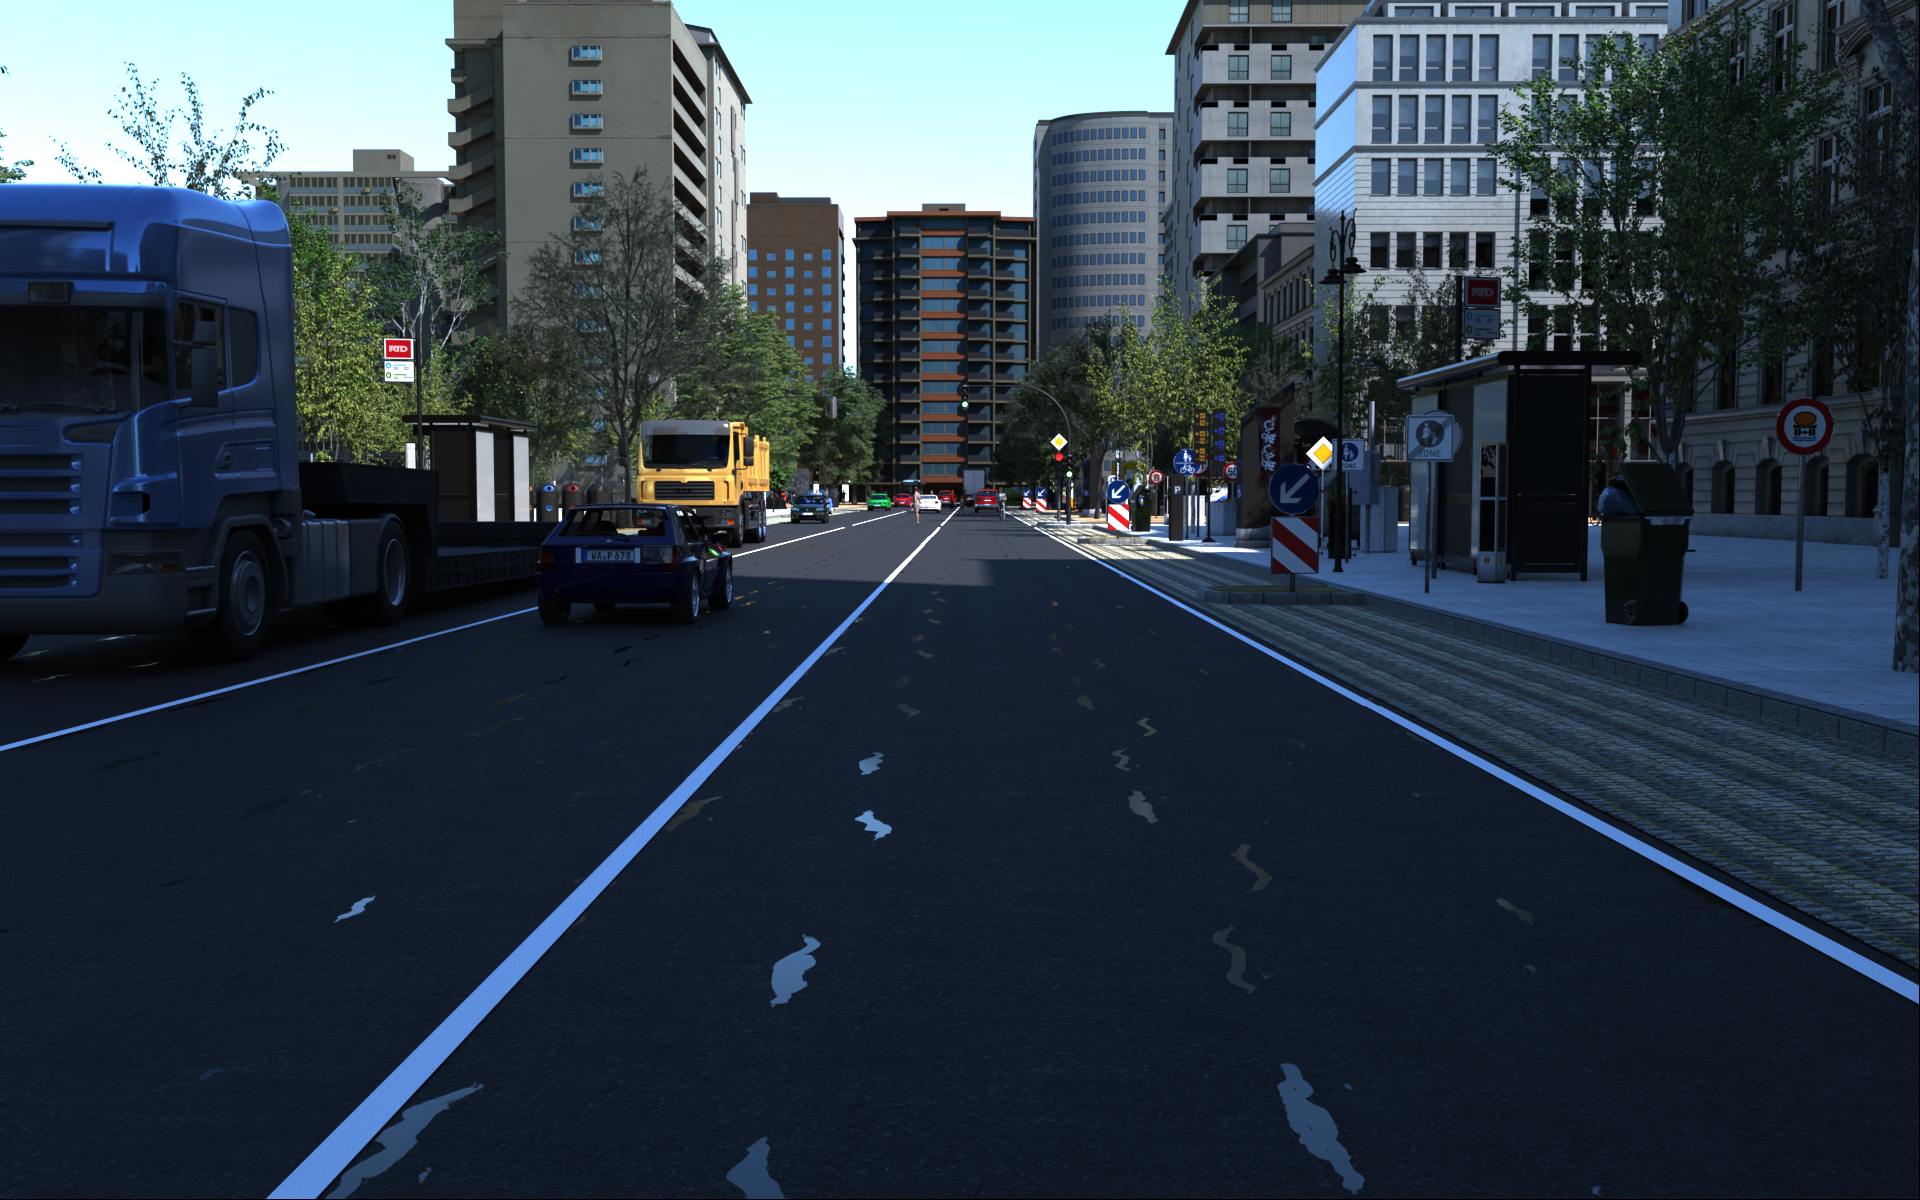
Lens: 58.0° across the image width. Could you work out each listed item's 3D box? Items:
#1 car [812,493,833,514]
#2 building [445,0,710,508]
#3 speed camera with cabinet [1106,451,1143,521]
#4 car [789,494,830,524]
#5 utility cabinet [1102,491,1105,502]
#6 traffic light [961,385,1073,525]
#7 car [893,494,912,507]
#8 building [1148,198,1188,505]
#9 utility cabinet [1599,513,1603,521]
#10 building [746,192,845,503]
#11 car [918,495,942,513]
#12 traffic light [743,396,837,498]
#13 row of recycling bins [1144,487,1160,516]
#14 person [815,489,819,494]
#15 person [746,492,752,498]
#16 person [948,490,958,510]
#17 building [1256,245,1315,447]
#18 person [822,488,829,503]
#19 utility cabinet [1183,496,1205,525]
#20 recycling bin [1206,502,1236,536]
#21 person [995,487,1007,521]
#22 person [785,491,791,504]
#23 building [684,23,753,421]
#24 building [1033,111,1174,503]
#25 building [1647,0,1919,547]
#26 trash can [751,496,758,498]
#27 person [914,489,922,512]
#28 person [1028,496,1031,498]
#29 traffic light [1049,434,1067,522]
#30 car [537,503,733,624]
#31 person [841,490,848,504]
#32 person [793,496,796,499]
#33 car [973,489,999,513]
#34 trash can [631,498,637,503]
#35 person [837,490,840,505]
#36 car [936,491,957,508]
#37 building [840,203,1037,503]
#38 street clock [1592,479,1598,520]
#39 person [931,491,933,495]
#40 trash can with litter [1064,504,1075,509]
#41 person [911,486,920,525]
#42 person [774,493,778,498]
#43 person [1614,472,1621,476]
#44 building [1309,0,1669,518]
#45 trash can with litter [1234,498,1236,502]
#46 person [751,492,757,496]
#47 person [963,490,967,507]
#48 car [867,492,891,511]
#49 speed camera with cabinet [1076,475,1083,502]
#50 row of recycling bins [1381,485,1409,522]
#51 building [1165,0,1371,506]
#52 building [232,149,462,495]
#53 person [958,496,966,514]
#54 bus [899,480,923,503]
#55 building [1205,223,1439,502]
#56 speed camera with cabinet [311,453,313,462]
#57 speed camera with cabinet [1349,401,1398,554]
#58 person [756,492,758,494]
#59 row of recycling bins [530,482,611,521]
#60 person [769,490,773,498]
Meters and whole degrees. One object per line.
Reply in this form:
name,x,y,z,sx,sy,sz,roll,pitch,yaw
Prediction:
car,-9.878,-6.797,120.718,1.945,1.707,3.694,0,4,2
building,-36.310,-33.160,165.871,21.300,48.544,21.600,0,4,0
speed camera with cabinet,7.602,-5.257,80.293,0.660,3.252,2.038,-2,4,-34
car,-7.383,-4.617,85.279,2.009,1.686,4.222,0,4,-1
utility cabinet,9.112,-6.596,116.521,1.173,1.500,0.318,-1,4,-12
traffic light,2.422,-5.966,72.208,4.771,5.953,1.251,0,4,0
car,-6.189,-10.902,187.294,2.155,1.783,4.494,0,4,0
building,37.072,-31.387,205.054,32.217,40.220,23.993,0,4,0
utility cabinet,31.371,-4.427,83.544,0.306,1.237,1.020,-2,4,-34
building,-24.709,-37.268,259.440,14.200,45.320,14.600,0,4,0
car,-2.398,-7.337,132.314,2.083,1.381,4.827,0,4,1
traffic light,-8.099,-6.468,80.426,4.771,5.953,1.251,0,4,0
row of recycling bins,11.198,-5.837,102.552,1.069,1.692,3.534,0,4,-4
person,-9.750,-6.689,118.421,0.519,1.759,0.362,-2,4,-28
person,-10.410,-4.662,84.745,0.654,1.822,0.581,0,4,5
person,-0.696,-9.151,158.049,0.705,1.831,1.348,3,4,38
building,26.547,-15.336,115.365,10.561,19.102,19.286,0,4,0
person,-8.792,-6.416,113.212,0.447,1.846,0.655,-1,4,-20
utility cabinet,9.608,-3.682,71.369,1.020,1.237,0.306,-2,4,-32
recycling bin,8.099,-2.511,53.616,0.722,1.027,0.722,-3,5,-43
person,2.148,-5.045,91.178,0.606,1.804,0.583,0,4,4
person,-22.275,-13.244,222.562,1.348,1.826,0.705,2,4,24
building,-39.544,-37.499,202.344,27.495,52.752,28.713,0,4,0
building,25.440,-44.078,262.678,28.212,58.520,21.231,0,4,0
building,28.031,-13.498,39.769,14.460,24.649,34.723,0,4,0
trash can,-13.615,-6.381,115.978,0.748,1.137,0.748,0,3,0
person,-3.332,-7.970,138.898,0.778,1.811,0.616,-2,4,-30
person,7.409,-11.224,189.650,0.705,1.812,1.348,-2,4,-23
traffic light,4.570,-5.590,80.320,0.839,4.253,0.868,0,4,0
car,-3.752,-0.484,20.487,1.945,1.354,3.894,0,4,1
person,-15.593,-13.849,232.111,1.348,1.869,0.705,1,4,22
person,-17.349,-10.648,183.324,0.628,1.438,0.799,-1,4,-17
car,2.130,-7.603,132.975,2.281,1.827,5.304,0,4,1
trash can,-12.709,-3.461,68.244,0.748,1.137,0.748,0,3,0
person,-14.181,-11.790,199.333,0.750,1.759,0.617,0,4,0
car,-1.475,-10.762,184.631,2.281,1.827,5.304,0,4,-1
building,-3.098,-37.236,263.439,28.867,44.769,22.147,0,4,0
street clock,30.940,-4.883,84.406,0.358,2.002,0.471,1,4,21
person,-2.776,-9.634,166.571,0.434,1.755,0.990,-1,4,-12
trash can with litter,9.180,-8.165,144.880,1.055,1.170,0.624,3,5,39
person,-2.042,-4.356,80.066,0.374,1.781,0.599,2,4,24
person,-18.681,-10.203,176.100,0.421,1.427,0.697,2,4,31
person,18.494,-2.641,48.581,0.474,1.900,0.648,0,4,2
building,35.817,-19.587,97.744,29.804,29.767,11.434,0,4,0
trash can with litter,10.875,-3.322,65.694,1.055,1.170,0.624,-1,4,-22
person,-20.172,-9.968,169.555,0.617,1.759,0.750,0,4,-5
person,0.561,-10.926,186.772,0.705,1.869,1.348,1,4,10
car,-6.864,-8.477,147.387,1.959,1.807,4.718,0,4,2
speed camera with cabinet,11.276,-9.713,153.137,2.038,3.252,0.660,1,4,11
row of recycling bins,20.209,-4.478,80.322,3.534,1.692,1.069,0,4,-3
building,36.882,-36.056,178.748,28.713,52.752,27.495,0,4,0
building,-65.905,-31.158,201.317,23.993,40.220,32.217,0,4,0
person,0.125,-6.728,122.776,0.640,1.303,0.475,-3,5,-40
bus,-6.234,-13.837,221.094,2.948,3.499,13.247,0,4,-1
building,28.816,-19.652,140.372,14.314,24.678,30.058,0,4,0
speed camera with cabinet,-31.880,-5.472,83.809,0.660,3.252,2.038,3,5,39
speed camera with cabinet,8.979,-2.653,37.715,0.660,3.252,2.038,2,4,31
person,-22.073,-11.002,186.642,0.721,1.735,1.217,3,5,39
row of recycling bins,-14.137,-3.304,61.134,3.534,1.692,1.069,-2,4,-23
person,-19.886,-10.795,182.536,0.705,1.824,1.348,-1,4,-22
